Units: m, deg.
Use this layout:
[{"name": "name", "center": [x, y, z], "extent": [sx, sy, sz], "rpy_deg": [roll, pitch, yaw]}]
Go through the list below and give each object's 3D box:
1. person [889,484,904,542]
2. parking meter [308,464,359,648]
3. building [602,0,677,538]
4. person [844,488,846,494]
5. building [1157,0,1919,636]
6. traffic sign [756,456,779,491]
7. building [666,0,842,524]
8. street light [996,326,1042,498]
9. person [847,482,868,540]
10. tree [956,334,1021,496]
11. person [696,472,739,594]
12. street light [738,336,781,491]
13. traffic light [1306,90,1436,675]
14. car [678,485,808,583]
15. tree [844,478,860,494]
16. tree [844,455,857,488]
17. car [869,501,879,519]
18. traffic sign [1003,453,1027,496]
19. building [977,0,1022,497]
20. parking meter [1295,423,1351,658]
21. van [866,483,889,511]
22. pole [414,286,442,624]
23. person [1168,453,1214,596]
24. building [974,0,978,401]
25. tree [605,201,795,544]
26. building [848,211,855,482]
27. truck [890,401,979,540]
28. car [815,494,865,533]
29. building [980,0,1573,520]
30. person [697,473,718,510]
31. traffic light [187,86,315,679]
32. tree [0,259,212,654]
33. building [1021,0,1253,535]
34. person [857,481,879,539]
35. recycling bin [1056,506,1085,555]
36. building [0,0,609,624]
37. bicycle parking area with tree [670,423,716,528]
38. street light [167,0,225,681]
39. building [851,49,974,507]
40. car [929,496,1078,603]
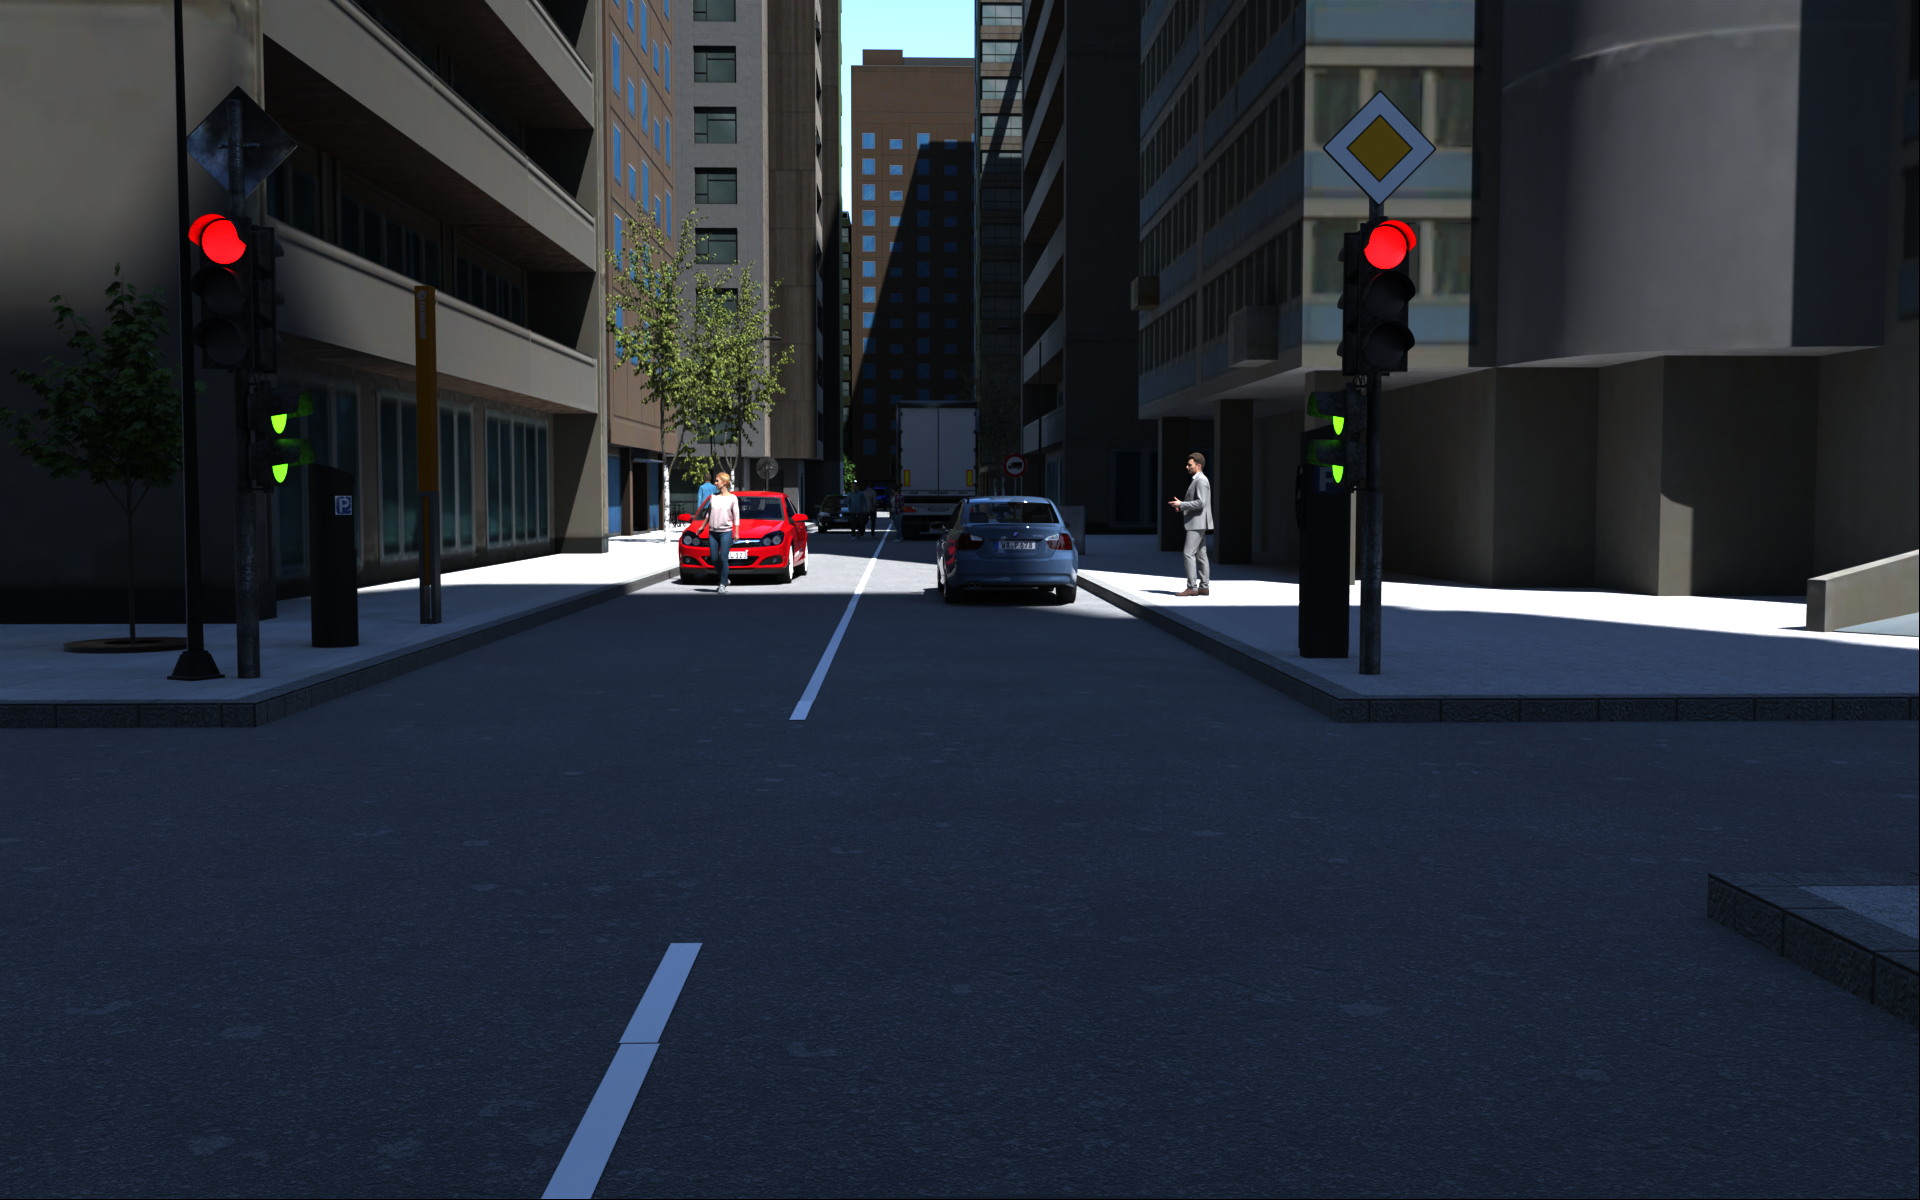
[{"name": "person", "center": [-1.857, -2.584, 51.580], "extent": [0.643, 1.720, 0.563], "rpy_deg": [-3, 4, -38]}, {"name": "parking meter", "center": [-5.278, -0.378, 14.586], "extent": [0.372, 1.533, 0.369], "rpy_deg": [0, 3, 0]}, {"name": "building", "center": [-16.853, -24.696, 53.895], "extent": [14.600, 45.320, 14.200], "rpy_deg": [0, 4, -2]}, {"name": "person", "center": [-9.916, -8.646, 147.491], "extent": [0.705, 1.814, 1.350], "rpy_deg": [0, 4, 5]}, {"name": "building", "center": [15.962, -20.630, 29.188], "extent": [23.993, 40.220, 32.217], "rpy_deg": [0, 4, -2]}, {"name": "traffic sign", "center": [-6.527, -3.581, 58.648], "extent": [0.768, 2.556, 0.104], "rpy_deg": [0, 4, 2]}, {"name": "building", "center": [-12.685, -18.842, 79.768], "extent": [14.160, 30.474, 14.107], "rpy_deg": [0, 4, -2]}, {"name": "street light", "center": [1.684, -4.621, 48.089], "extent": [1.470, 5.913, 1.316], "rpy_deg": [0, 4, -2]}, {"name": "person", "center": [-3.206, -2.793, 54.179], "extent": [0.660, 1.820, 0.620], "rpy_deg": [0, 4, 3]}, {"name": "tree", "center": [1.825, -7.866, 78.977], "extent": [4.360, 8.622, 3.978], "rpy_deg": [0, 3, 0]}, {"name": "person", "center": [-3.479, -0.973, 25.080], "extent": [0.731, 1.740, 0.598], "rpy_deg": [1, 4, 12]}, {"name": "street light", "center": [-5.960, -4.808, 51.144], "extent": [1.470, 5.913, 1.316], "rpy_deg": [0, 4, -2]}, {"name": "traffic light", "center": [2.906, -1.427, 12.245], "extent": [0.839, 4.253, 0.868], "rpy_deg": [0, 4, -2]}, {"name": "car", "center": [-3.586, -1.226, 29.086], "extent": [2.155, 1.783, 4.494], "rpy_deg": [0, 3, 0]}, {"name": "tree", "center": [-10.266, -10.278, 162.645], "extent": [1.663, 3.219, 1.824], "rpy_deg": [0, 3, 0]}, {"name": "tree", "center": [-8.821, -8.294, 119.322], "extent": [4.285, 4.588, 4.351], "rpy_deg": [0, 3, 0]}, {"name": "car", "center": [-5.703, -5.542, 100.403], "extent": [2.009, 1.686, 4.222], "rpy_deg": [0, 4, -1]}, {"name": "traffic sign", "center": [1.713, -3.297, 54.009], "extent": [0.768, 2.556, 0.104], "rpy_deg": [0, 4, -1]}, {"name": "building", "center": [8.230, -27.168, 127.794], "extent": [14.154, 41.232, 14.086], "rpy_deg": [0, 4, -2]}, {"name": "parking meter", "center": [2.846, -0.482, 13.594], "extent": [0.399, 1.863, 0.255], "rpy_deg": [0, 3, 0]}, {"name": "van", "center": [-7.303, -8.930, 150.392], "extent": [2.240, 2.365, 5.245], "rpy_deg": [0, 4, -3]}, {"name": "pole", "center": [-5.250, -1.422, 17.085], "extent": [0.158, 3.312, 0.155], "rpy_deg": [0, 3, 0]}, {"name": "person", "center": [2.899, -0.954, 21.838], "extent": [0.583, 1.804, 0.606], "rpy_deg": [0, 3, 0]}, {"name": "building", "center": [15.117, -34.201, 148.420], "extent": [28.713, 52.752, 27.495], "rpy_deg": [0, 4, -2]}, {"name": "tree", "center": [-7.313, -5.749, 44.360], "extent": [4.737, 8.622, 4.395], "rpy_deg": [0, 3, 0]}, {"name": "building", "center": [-17.995, -24.894, 178.720], "extent": [14.107, 30.474, 14.160], "rpy_deg": [0, 4, -2]}, {"name": "truck", "center": [-0.894, -4.207, 57.704], "extent": [2.839, 4.237, 11.283], "rpy_deg": [0, 4, -2]}, {"name": "car", "center": [-4.380, -3.341, 64.412], "extent": [2.009, 1.686, 4.222], "rpy_deg": [0, 4, -2]}, {"name": "building", "center": [17.622, -25.494, 108.708], "extent": [32.217, 40.220, 23.993], "rpy_deg": [0, 4, -2]}, {"name": "person", "center": [-6.114, -2.189, 42.177], "extent": [0.601, 1.785, 0.444], "rpy_deg": [-1, 4, -21]}, {"name": "traffic light", "center": [-4.951, -1.411, 11.983], "extent": [0.839, 4.253, 0.868], "rpy_deg": [0, 4, -2]}, {"name": "tree", "center": [-6.931, -1.216, 14.476], "extent": [1.663, 3.219, 1.824], "rpy_deg": [0, 3, 0]}, {"name": "building", "center": [13.630, -26.933, 64.060], "extent": [21.300, 48.544, 21.600], "rpy_deg": [0, 4, -2]}, {"name": "person", "center": [-2.945, -2.891, 55.617], "extent": [0.661, 1.843, 0.795], "rpy_deg": [3, 5, 41]}, {"name": "recycling bin", "center": [2.269, -1.482, 36.785], "extent": [0.722, 1.027, 0.722], "rpy_deg": [0, 4, -1]}, {"name": "building", "center": [-18.040, -24.593, 25.791], "extent": [21.300, 48.544, 21.600], "rpy_deg": [0, 4, -2]}, {"name": "bicycle parking area with tree", "center": [-12.521, -5.039, 69.392], "extent": [8.231, 4.147, 9.016], "rpy_deg": [2, 4, 23]}, {"name": "street light", "center": [-4.773, -2.406, 11.880], "extent": [1.470, 5.913, 1.316], "rpy_deg": [0, 4, -2]}, {"name": "building", "center": [-3.836, -32.306, 178.318], "extent": [14.200, 45.320, 14.600], "rpy_deg": [0, 4, -2]}, {"name": "car", "center": [0.598, -0.736, 24.035], "extent": [2.014, 1.417, 4.499], "rpy_deg": [0, 4, -3]}]
